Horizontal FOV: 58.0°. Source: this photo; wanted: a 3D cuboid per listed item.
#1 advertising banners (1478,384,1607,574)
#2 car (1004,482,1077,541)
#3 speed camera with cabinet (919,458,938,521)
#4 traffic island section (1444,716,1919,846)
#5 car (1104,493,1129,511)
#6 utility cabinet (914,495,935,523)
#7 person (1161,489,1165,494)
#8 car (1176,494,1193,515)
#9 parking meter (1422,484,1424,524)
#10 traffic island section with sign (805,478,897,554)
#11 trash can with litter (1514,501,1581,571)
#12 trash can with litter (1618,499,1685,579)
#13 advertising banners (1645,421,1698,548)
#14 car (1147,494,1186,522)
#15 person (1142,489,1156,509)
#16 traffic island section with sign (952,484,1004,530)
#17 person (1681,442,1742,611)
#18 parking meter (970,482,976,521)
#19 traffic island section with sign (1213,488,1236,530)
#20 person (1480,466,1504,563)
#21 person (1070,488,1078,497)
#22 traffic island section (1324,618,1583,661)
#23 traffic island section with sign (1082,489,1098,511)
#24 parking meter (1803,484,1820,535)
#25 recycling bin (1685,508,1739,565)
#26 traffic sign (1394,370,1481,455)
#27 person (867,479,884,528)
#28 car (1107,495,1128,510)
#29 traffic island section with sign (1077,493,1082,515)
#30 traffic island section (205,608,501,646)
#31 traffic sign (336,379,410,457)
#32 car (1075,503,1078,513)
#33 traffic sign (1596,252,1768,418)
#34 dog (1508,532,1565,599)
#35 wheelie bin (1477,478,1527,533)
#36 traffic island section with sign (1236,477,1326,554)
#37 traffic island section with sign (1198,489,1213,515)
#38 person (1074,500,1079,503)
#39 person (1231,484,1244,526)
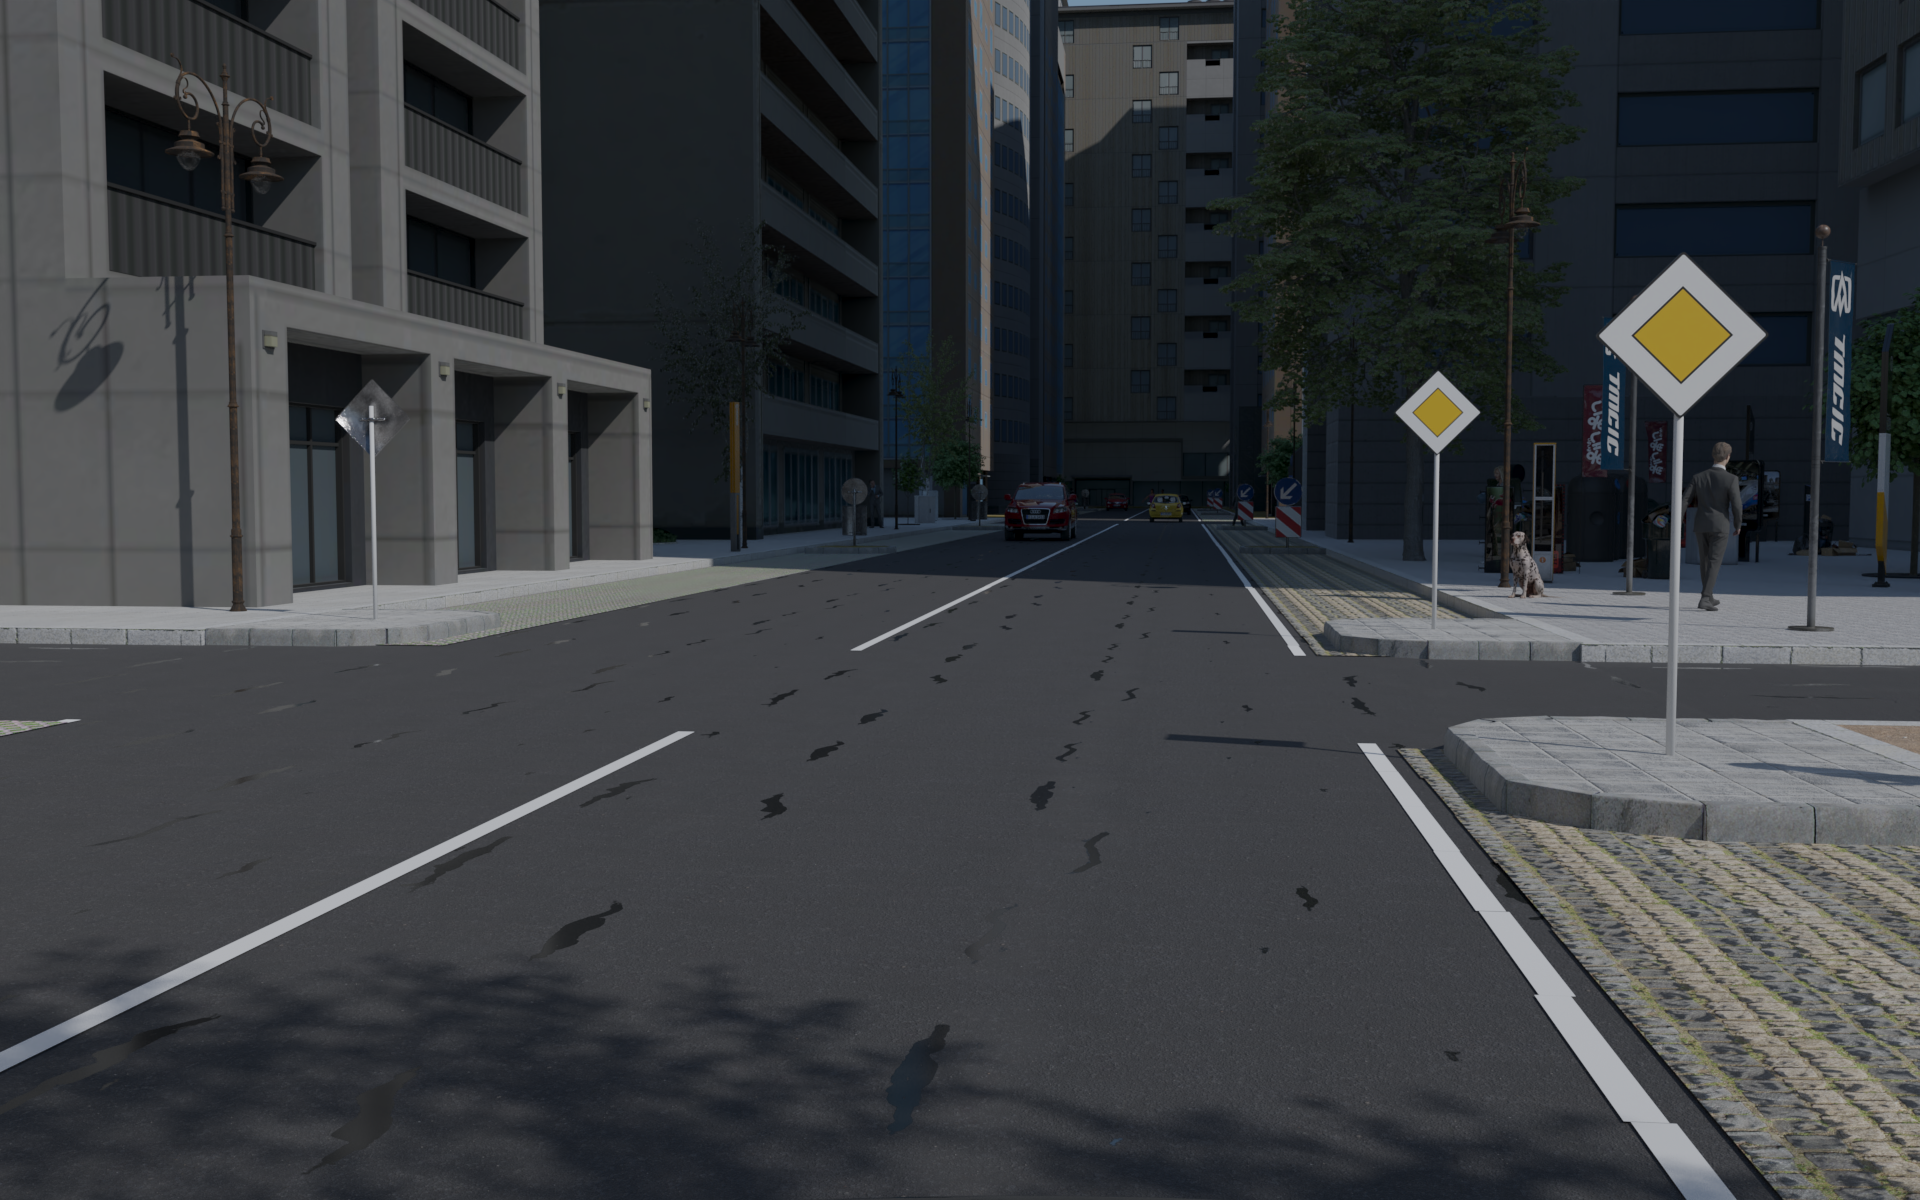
[{"bbox_3d":[9.441,-1.935,27.831,2.074,3.025,0.090,1,4,15],"label":"advertising banners"},{"bbox_3d":[2.591,-2.822,54.805,2.281,1.827,5.304,0,4,7],"label":"car"},{"bbox_3d":[-1.516,-5.445,83.356,0.660,3.252,2.038,-1,4,-12],"label":"speed camera with cabinet"},{"bbox_3d":[3.530,0.843,8.495,2.009,0.180,2.903,0,4,7],"label":"traffic island section"},{"bbox_3d":[13.408,-8.499,148.006,2.155,1.783,4.494,0,4,5],"label":"car"},{"bbox_3d":[-1.537,-3.971,76.083,0.306,1.237,1.020,3,5,44],"label":"utility cabinet"},{"bbox_3d":[15.648,-7.672,133.956,0.705,1.821,1.348,0,4,-7],"label":"person"},{"bbox_3d":[15.149,-6.748,120.116,2.009,1.686,4.222,0,4,7],"label":"car"},{"bbox_3d":[11.521,-2.162,43.764,0.372,1.533,0.369,0,3,0],"label":"parking meter"},{"bbox_3d":[-2.601,-2.049,42.125,1.989,1.847,2.006,0,4,7],"label":"traffic island section with sign"},{"bbox_3d":[9.765,-1.064,28.791,1.055,1.170,0.624,-2,4,-26],"label":"trash can with litter"},{"bbox_3d":[10.475,-0.915,26.347,0.624,1.170,1.055,-2,4,-23],"label":"trash can with litter"},{"bbox_3d":[17.336,-2.750,41.156,2.074,3.025,0.090,1,4,16],"label":"advertising banners"},{"bbox_3d":[10.601,-4.814,88.934,2.015,1.641,3.980,0,4,7],"label":"car"},{"bbox_3d":[10.922,-5.485,98.859,1.217,1.739,0.721,3,4,37],"label":"person"},{"bbox_3d":[0.802,-3.684,68.865,1.989,1.847,2.006,0,4,7],"label":"traffic island section with sign"},{"bbox_3d":[8.330,-0.814,19.130,0.755,1.850,0.659,-3,5,-42],"label":"person"},{"bbox_3d":[0.620,-4.656,81.830,0.255,1.863,0.399,0,4,7],"label":"parking meter"},{"bbox_3d":[11.205,-3.682,68.827,1.989,1.847,2.006,0,4,7],"label":"traffic island section with sign"},{"bbox_3d":[9.965,-1.561,31.755,0.728,1.800,0.709,0,4,1],"label":"person"},{"bbox_3d":[10.587,-9.713,164.485,1.348,1.869,0.705,0,4,7],"label":"person"},{"bbox_3d":[4.536,0.359,16.417,2.009,0.180,2.903,0,4,7],"label":"traffic island section"},{"bbox_3d":[10.655,-8.427,146.411,1.989,1.847,2.006,0,4,7],"label":"traffic island section with sign"},{"bbox_3d":[22.017,-2.224,44.769,0.372,1.533,0.369,0,3,0],"label":"parking meter"},{"bbox_3d":[13.747,-1.169,31.661,0.722,1.027,0.722,0,4,4],"label":"recycling bin"},{"bbox_3d":[4.511,-0.865,16.337,0.795,2.593,0.064,0,4,7],"label":"traffic sign"},{"bbox_3d":[-3.172,-3.627,65.158,0.655,1.846,0.447,0,4,0],"label":"person"},{"bbox_3d":[14.809,-9.316,162.102,2.009,1.686,4.222,1,4,9],"label":"car"},{"bbox_3d":[7.206,-6.769,119.296,1.989,1.847,2.006,0,4,7],"label":"traffic island section with sign"},{"bbox_3d":[-6.021,0.277,17.757,2.009,0.180,2.903,0,4,7],"label":"traffic island section"},{"bbox_3d":[-5.996,-0.948,17.687,0.795,2.593,0.064,0,4,7],"label":"traffic sign"},{"bbox_3d":[4.052,-3.838,74.556,2.131,1.459,4.920,0,4,8],"label":"car"},{"bbox_3d":[3.506,-0.381,8.415,0.795,2.593,0.064,0,4,7],"label":"traffic sign"},{"bbox_3d":[7.122,-0.429,21.395,0.800,0.831,0.513,0,4,1],"label":"dog"},{"bbox_3d":[10.903,-1.650,34.884,0.980,1.594,0.693,0,4,8],"label":"wheelie bin"},{"bbox_3d":[7.771,-2.031,41.834,1.989,1.847,2.006,0,4,7],"label":"traffic island section with sign"},{"bbox_3d":[17.478,-6.707,118.281,1.989,1.847,2.006,0,4,7],"label":"traffic island section with sign"},{"bbox_3d":[9.385,-7.901,140.900,0.599,1.433,0.991,-2,4,-30],"label":"person"},{"bbox_3d":[11.671,-3.903,72.091,0.755,1.850,0.659,0,4,4],"label":"person"}]
